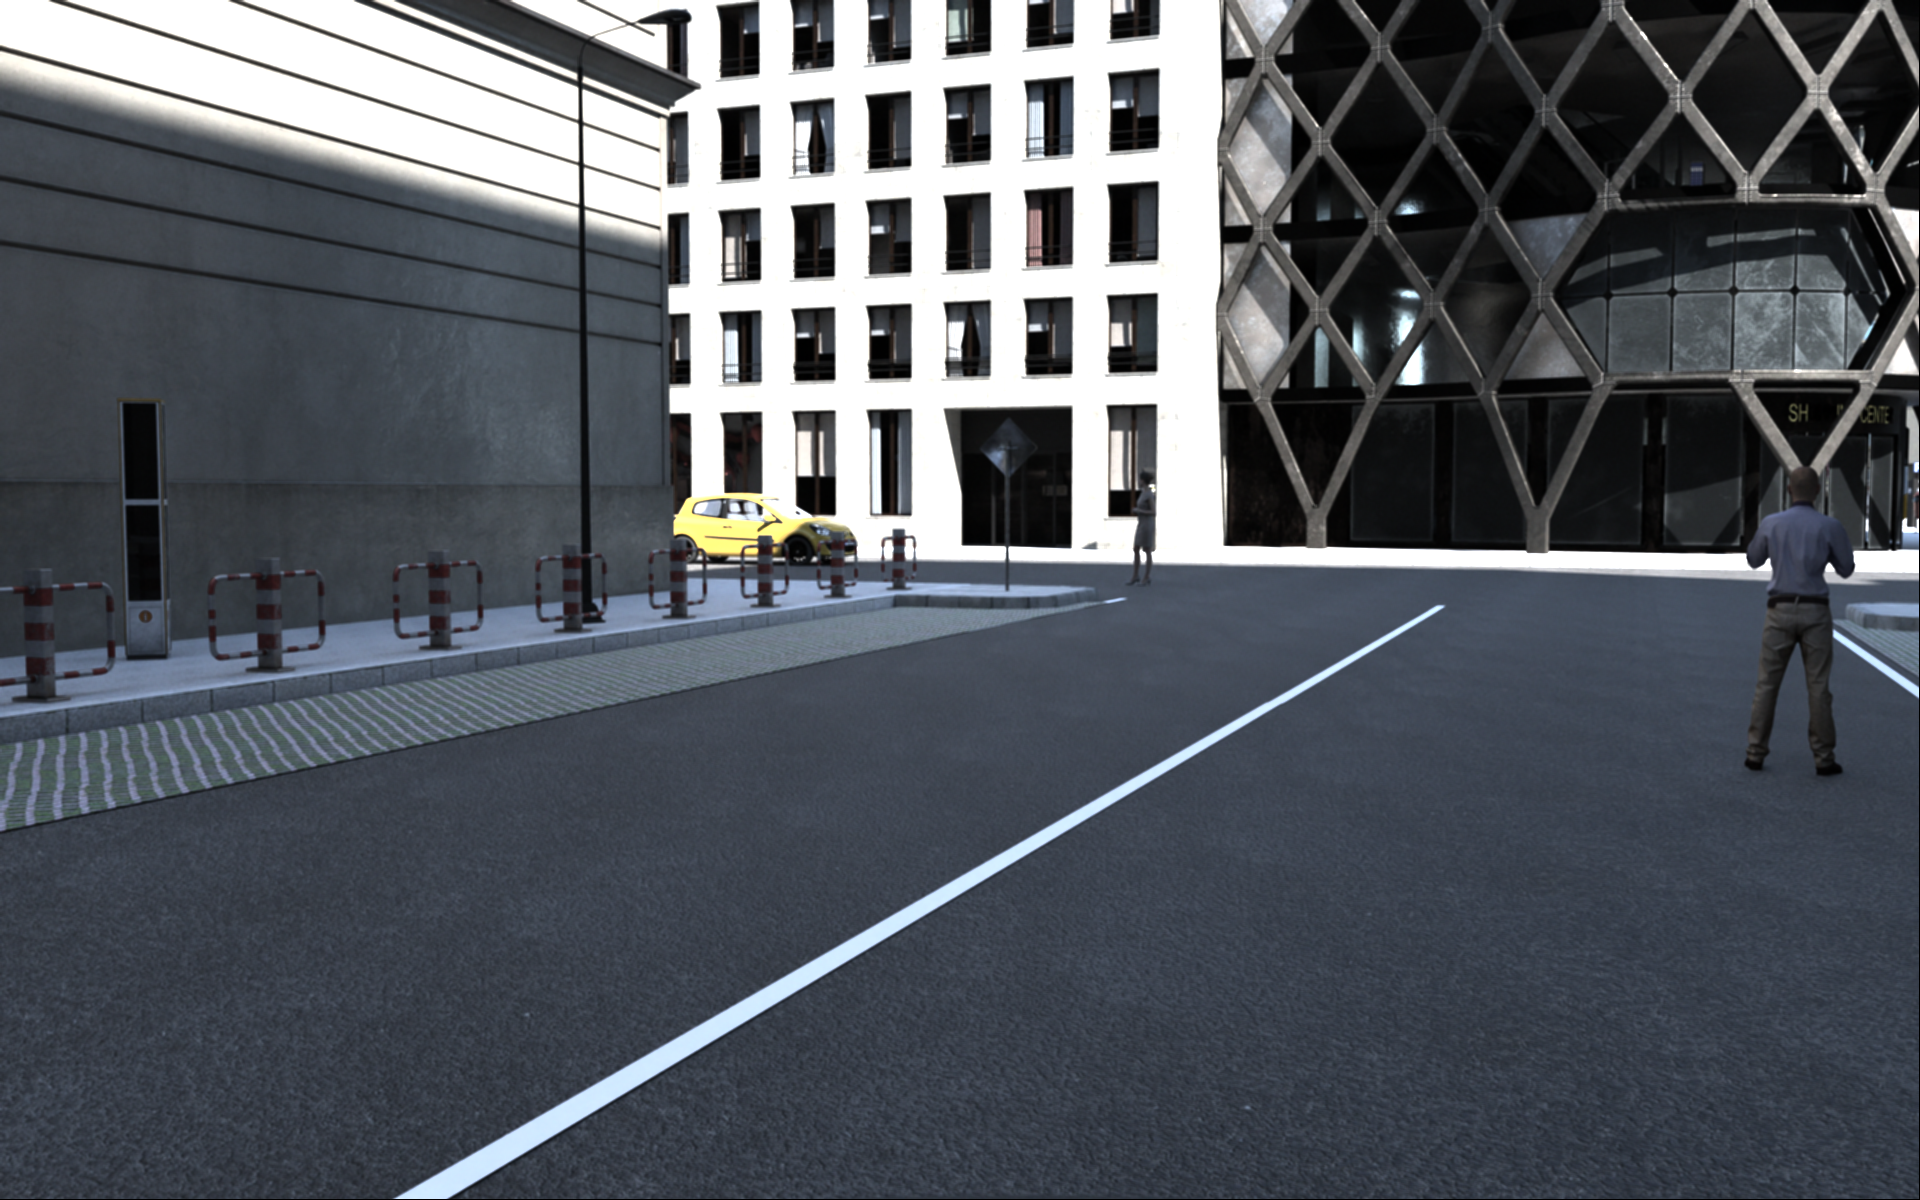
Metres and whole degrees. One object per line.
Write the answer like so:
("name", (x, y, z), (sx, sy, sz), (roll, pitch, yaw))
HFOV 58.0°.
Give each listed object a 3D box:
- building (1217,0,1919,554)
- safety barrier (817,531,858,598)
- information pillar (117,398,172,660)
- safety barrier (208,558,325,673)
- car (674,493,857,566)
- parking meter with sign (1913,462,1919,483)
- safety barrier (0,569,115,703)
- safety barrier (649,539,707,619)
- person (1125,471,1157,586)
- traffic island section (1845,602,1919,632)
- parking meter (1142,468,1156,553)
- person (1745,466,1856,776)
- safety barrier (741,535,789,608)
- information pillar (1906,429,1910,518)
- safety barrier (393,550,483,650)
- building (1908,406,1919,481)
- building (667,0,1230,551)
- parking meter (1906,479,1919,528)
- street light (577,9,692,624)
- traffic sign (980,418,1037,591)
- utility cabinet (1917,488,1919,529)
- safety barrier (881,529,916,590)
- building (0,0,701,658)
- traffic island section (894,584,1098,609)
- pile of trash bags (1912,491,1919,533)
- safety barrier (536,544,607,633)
("building", (16.229, -10.767, 43.497), (16.811, 18.784, 16.820), (1, 4, 21))
("safety barrier", (-1.514, -0.440, 21.463), (0.300, 0.817, 1.120), (1, 4, 21))
("information pillar", (-6.336, -0.549, 13.470), (0.304, 2.012, 0.304), (-1, 4, -19))
("safety barrier", (-4.990, 0.108, 12.510), (0.300, 0.817, 1.120), (1, 4, 21))
("car", (-4.091, -1.560, 35.724), (3.980, 1.641, 2.015), (1, 4, 19))
("parking meter with sign", (52.185, -6.030, 94.857), (1.738, 3.016, 0.543), (-3, 5, -43))
("safety barrier", (-5.694, 0.218, 10.714), (0.300, 0.817, 1.120), (1, 4, 21))
("safety barrier", (-2.904, -0.220, 17.880), (0.300, 0.817, 1.120), (1, 4, 21))
("person", (2.833, -1.113, 27.043), (0.374, 1.781, 0.599), (-1, 4, -14))
("traffic island section", (10.894, 0.205, 18.933), (2.009, 0.180, 2.903), (1, 4, 21))
("parking meter", (4.153, -1.977, 38.027), (0.255, 1.863, 0.399), (0, 4, -3))
("person", (4.316, 0.099, 8.944), (0.516, 1.574, 0.319), (3, 4, 38))
("safety barrier", (-2.211, -0.330, 19.669), (0.300, 0.817, 1.120), (1, 4, 21))
("information pillar", (27.965, -3.686, 51.617), (0.504, 3.616, 0.183), (2, 4, 35))
("safety barrier", (-4.297, -0.002, 14.304), (0.300, 0.817, 1.120), (1, 4, 21))
("building", (59.791, -29.423, 104.761), (21.300, 48.544, 21.600), (1, 4, 21))
("building", (-0.754, -11.711, 46.219), (16.860, 20.320, 10.420), (1, 4, 21))
("parking meter", (36.342, -3.692, 66.077), (0.255, 1.863, 0.399), (0, 4, -1))
("street light", (-3.225, -2.716, 16.941), (1.470, 5.913, 1.316), (1, 4, 21))
("traffic sign", (0.628, -1.175, 22.855), (0.795, 2.450, 0.064), (1, 4, 21))
("utility cabinet", (35.531, -3.329, 63.106), (1.173, 1.500, 0.318), (1, 4, 14))
("safety barrier", (-0.817, -0.549, 23.250), (0.300, 0.817, 1.120), (1, 4, 21))
("building", (-19.689, -11.464, 20.717), (30.059, 22.955, 16.112), (1, 4, 21))
("traffic island section", (0.603, -0.039, 22.926), (2.009, 0.180, 2.903), (1, 4, 21))
("pile of trash bags", (32.230, -2.821, 55.869), (1.912, 1.369, 3.447), (-1, 4, -19))
("safety barrier", (-3.600, -0.111, 16.091), (0.300, 0.817, 1.120), (1, 4, 21))
